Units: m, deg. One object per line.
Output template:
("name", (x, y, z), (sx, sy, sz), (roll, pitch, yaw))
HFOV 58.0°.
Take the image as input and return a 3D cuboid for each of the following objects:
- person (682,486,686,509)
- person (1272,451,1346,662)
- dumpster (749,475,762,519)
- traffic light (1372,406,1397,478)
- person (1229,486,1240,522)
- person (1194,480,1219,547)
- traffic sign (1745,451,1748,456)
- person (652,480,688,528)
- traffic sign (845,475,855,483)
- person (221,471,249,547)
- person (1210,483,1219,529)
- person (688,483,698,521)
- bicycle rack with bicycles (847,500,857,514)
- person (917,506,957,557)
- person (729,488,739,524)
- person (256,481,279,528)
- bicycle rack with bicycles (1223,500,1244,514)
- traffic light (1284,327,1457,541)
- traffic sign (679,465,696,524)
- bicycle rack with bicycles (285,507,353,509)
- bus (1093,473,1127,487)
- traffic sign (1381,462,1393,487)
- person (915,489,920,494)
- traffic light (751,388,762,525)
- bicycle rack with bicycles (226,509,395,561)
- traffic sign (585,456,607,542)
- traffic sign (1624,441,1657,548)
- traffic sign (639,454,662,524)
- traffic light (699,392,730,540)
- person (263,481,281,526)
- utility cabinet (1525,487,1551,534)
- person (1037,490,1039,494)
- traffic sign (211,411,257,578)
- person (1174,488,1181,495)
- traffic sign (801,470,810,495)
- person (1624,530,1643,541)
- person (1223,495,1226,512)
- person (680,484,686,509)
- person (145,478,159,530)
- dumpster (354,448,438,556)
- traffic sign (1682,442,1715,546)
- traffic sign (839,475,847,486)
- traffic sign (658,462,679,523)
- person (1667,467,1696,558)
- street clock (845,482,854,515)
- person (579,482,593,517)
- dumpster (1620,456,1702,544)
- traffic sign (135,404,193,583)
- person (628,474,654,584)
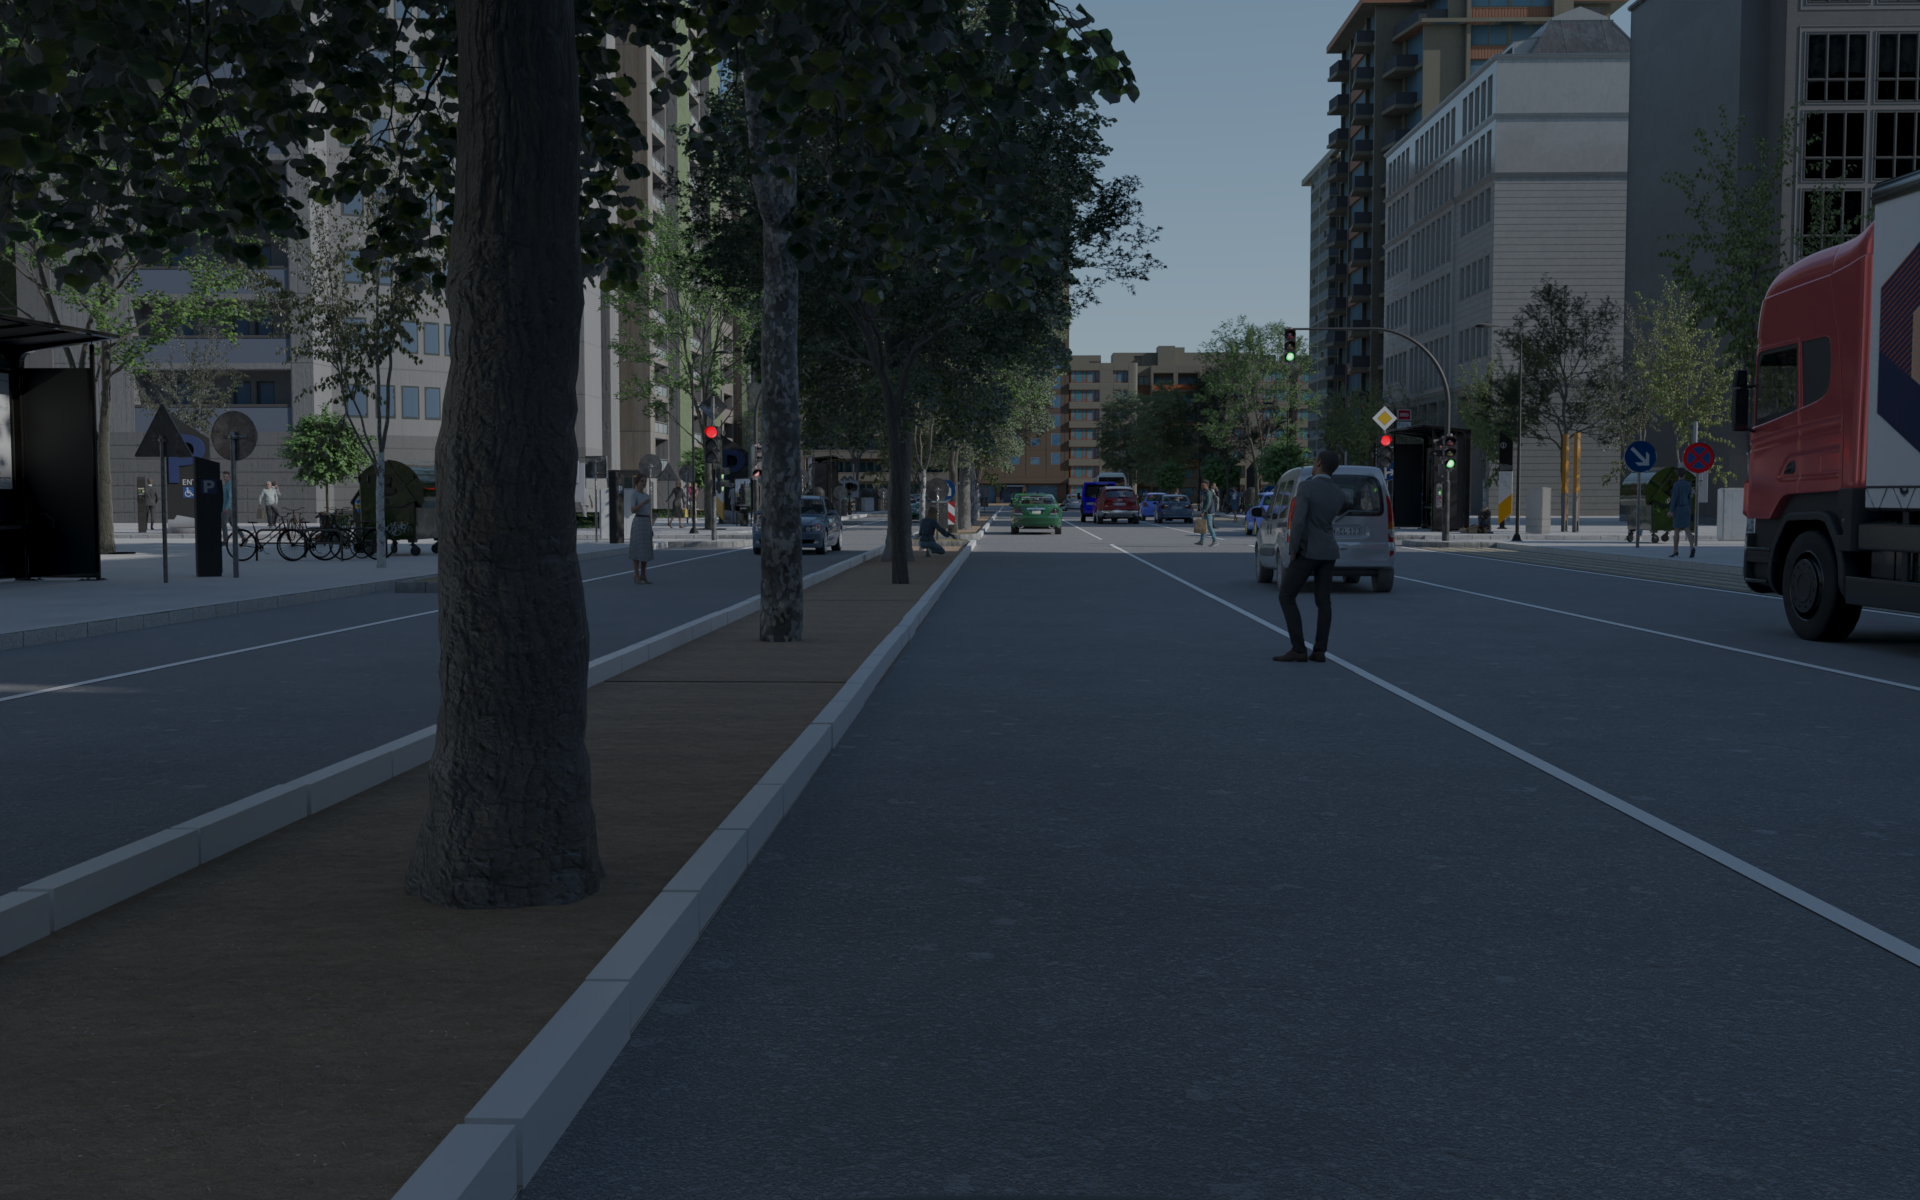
("person", (-17.213, -6.244, 108.309), (0.661, 1.801, 0.590), (1, 4, 17))
("person", (2.997, -0.376, 14.823), (0.592, 1.802, 0.473), (-1, 4, -16))
("dumpster", (-10.533, -5.190, 87.349), (1.502, 2.255, 1.985), (0, 4, 2))
("traffic light", (13.496, -4.058, 55.271), (0.839, 4.253, 0.868), (0, 4, 2))
("person", (14.120, -4.908, 88.767), (0.581, 1.822, 0.654), (3, 5, 45))
("person", (6.670, -2.353, 46.959), (0.713, 1.824, 0.794), (1, 4, 18))
("traffic sign", (18.272, -2.424, 39.372), (0.795, 2.593, 0.064), (1, 4, 8))
("person", (-11.012, -3.607, 65.231), (1.509, 1.804, 0.699), (-1, 4, -9))
("traffic sign", (-7.686, -7.420, 121.048), (0.795, 2.593, 0.064), (0, 4, 5))
("person", (-17.798, -2.224, 42.276), (0.748, 1.841, 0.638), (-1, 4, -17))
("person", (10.534, -3.918, 71.918), (0.474, 1.900, 0.648), (0, 4, 8))
("person", (-12.799, -4.690, 82.697), (0.580, 1.828, 0.573), (-1, 4, -15))
("bicycle rack with bicycles", (-8.427, -6.107, 113.229), (2.852, 0.926, 2.925), (-2, 4, -33))
("person", (-0.671, -1.553, 39.396), (1.012, 1.151, 0.738), (3, 5, 40))
("person", (-9.508, -4.122, 73.639), (0.606, 1.804, 0.583), (1, 4, 8))
("person", (-26.130, -3.596, 65.324), (0.782, 1.767, 0.515), (-3, 4, -36))
("bicycle rack with bicycles", (18.128, -5.930, 110.333), (2.925, 0.926, 2.852), (-1, 4, -18))
("traffic light", (11.162, -4.437, 47.211), (4.771, 5.953, 1.251), (0, 4, 2))
("traffic sign", (-11.837, -4.590, 75.147), (0.768, 2.556, 0.104), (1, 4, 10))
("bicycle rack with bicycles", (-17.621, -2.114, 47.947), (2.852, 0.926, 2.925), (-1, 4, -13))
("bus", (13.366, -9.826, 155.520), (2.948, 3.499, 13.247), (0, 4, 3))
("traffic sign", (16.167, -4.007, 65.617), (0.768, 2.556, 0.104), (0, 4, 5))
("person", (-3.010, -7.003, 123.093), (0.616, 1.811, 0.778), (0, 4, 6))
("traffic light", (-4.463, -4.964, 55.830), (4.771, 5.953, 1.251), (0, 4, 2))
("bicycle rack with bicycles", (-12.368, -1.250, 33.826), (2.925, 0.926, 2.852), (1, 4, 10))
("traffic sign", (-9.733, -2.703, 46.318), (0.606, 2.300, 0.079), (0, 4, 7))
("traffic sign", (16.188, -2.520, 41.303), (0.768, 2.556, 0.104), (0, 4, 2))
("traffic sign", (-9.833, -3.359, 55.019), (0.768, 2.556, 0.104), (0, 4, 3))
("traffic light", (-6.797, -3.606, 47.876), (0.839, 4.253, 0.868), (0, 4, 2))
("person", (-27.447, -3.846, 69.103), (0.592, 1.802, 0.473), (1, 4, 14))
("utility cabinet", (18.591, -2.873, 55.658), (0.318, 1.500, 1.173), (0, 4, -7))
("person", (8.205, -10.680, 183.195), (0.705, 1.814, 1.350), (-2, 4, -28))
("traffic sign", (-11.111, -1.615, 26.507), (0.768, 2.556, 0.104), (1, 4, 10))
("person", (12.813, -5.690, 101.883), (0.532, 1.782, 0.716), (1, 4, 14))
("traffic sign", (-8.202, -5.507, 90.140), (0.768, 2.556, 0.104), (0, 4, 2))
("person", (18.693, -2.536, 47.771), (0.793, 1.790, 0.793), (0, 4, -3))
("person", (17.708, -6.393, 115.243), (0.362, 1.253, 0.373), (0, 4, 0))
("person", (-14.803, -5.340, 93.468), (0.709, 1.813, 0.853), (-1, 4, -22))
("person", (-29.249, -3.464, 62.455), (0.659, 1.850, 0.755), (-2, 4, -30))
("dumpster", (-11.732, -2.082, 36.528), (1.502, 2.255, 1.985), (0, 4, 2))
("traffic sign", (18.117, -2.597, 42.562), (0.768, 2.556, 0.104), (0, 4, 6))
("traffic sign", (-8.089, -7.428, 121.188), (0.795, 2.593, 0.064), (0, 4, 3))
("traffic sign", (-11.886, -4.317, 70.579), (0.884, 2.594, 0.081), (0, 4, 3))
("person", (14.588, -1.768, 34.980), (0.581, 1.822, 0.654), (0, 4, -7))
("street clock", (-6.765, -6.217, 106.211), (0.471, 2.002, 0.358), (-2, 4, -26))
("person", (-14.556, -3.715, 67.049), (0.850, 1.792, 0.678), (3, 5, 41))
("dumpster", (18.406, -2.629, 45.479), (1.502, 2.255, 1.985), (0, 4, 2))
("traffic sign", (-11.452, -1.523, 24.904), (0.884, 2.594, 0.081), (0, 4, 7))
("person", (-5.008, -1.129, 27.524), (0.524, 1.755, 0.480), (2, 4, 29))
